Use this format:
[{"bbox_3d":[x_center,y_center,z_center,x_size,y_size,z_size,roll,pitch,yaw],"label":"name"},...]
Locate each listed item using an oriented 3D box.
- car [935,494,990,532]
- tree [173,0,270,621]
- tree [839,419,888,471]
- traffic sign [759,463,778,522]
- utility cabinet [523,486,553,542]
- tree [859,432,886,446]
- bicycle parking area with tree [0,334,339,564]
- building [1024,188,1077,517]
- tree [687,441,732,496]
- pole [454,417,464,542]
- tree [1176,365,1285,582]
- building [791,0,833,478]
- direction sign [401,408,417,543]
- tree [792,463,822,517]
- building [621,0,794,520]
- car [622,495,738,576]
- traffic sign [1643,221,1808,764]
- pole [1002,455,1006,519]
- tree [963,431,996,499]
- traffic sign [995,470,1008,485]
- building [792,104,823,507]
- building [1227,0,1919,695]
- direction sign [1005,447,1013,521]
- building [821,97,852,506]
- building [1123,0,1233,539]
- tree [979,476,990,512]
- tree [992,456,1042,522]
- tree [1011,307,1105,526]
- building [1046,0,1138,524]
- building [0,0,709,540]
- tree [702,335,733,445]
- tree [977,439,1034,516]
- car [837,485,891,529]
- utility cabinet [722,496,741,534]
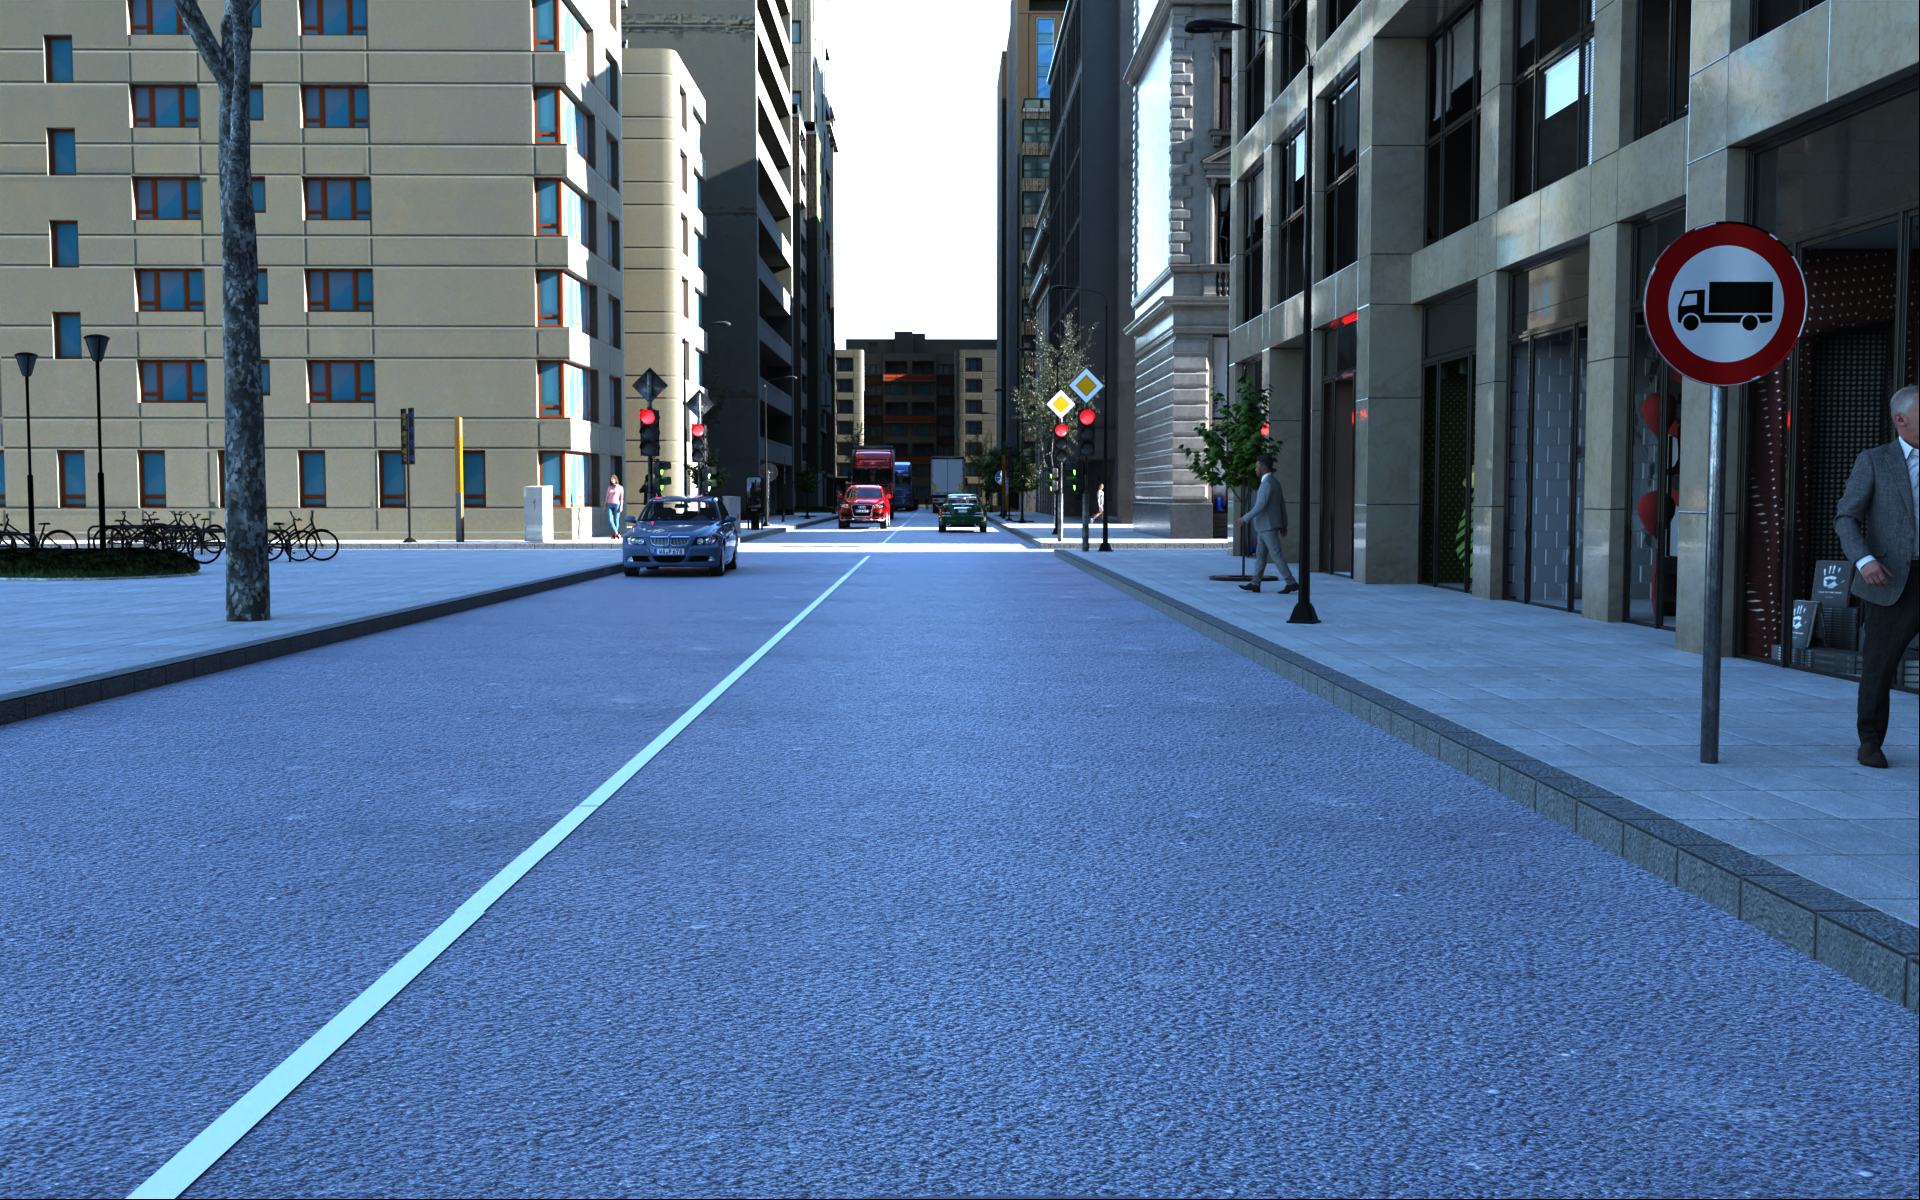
[{"bbox_3d":[0.106,-3.345,66.490,2.131,1.459,4.920,0,4,0],"label":"car"},{"bbox_3d":[-8.721,-9.844,16.836,12.611,20.169,13.585,0,3,0],"label":"tree"},{"bbox_3d":[-9.737,-13.322,168.176,4.737,8.622,4.395,0,3,0],"label":"tree"},{"bbox_3d":[-7.804,-4.303,70.467,0.768,2.556,0.104,0,4,1],"label":"traffic sign"},{"bbox_3d":[-11.192,-2.277,45.914,0.318,1.500,1.173,-3,4,-38],"label":"utility cabinet"},{"bbox_3d":[-10.016,-15.230,199.378,4.360,8.622,3.978,0,3,0],"label":"tree"},{"bbox_3d":[-17.091,-2.833,33.330,9.016,4.147,8.231,-2,4,-27],"label":"bicycle parking area with tree"},{"bbox_3d":[11.303,-16.396,109.867,13.314,21.916,24.055,0,4,-1],"label":"building"},{"bbox_3d":[-9.119,-4.191,63.121,1.663,3.219,1.824,0,3,0],"label":"tree"},{"bbox_3d":[-13.316,-3.193,46.057,0.158,3.312,0.155,0,3,0],"label":"pole"},{"bbox_3d":[4.330,-1.915,25.914,1.663,3.219,1.824,0,3,0],"label":"tree"},{"bbox_3d":[-25.159,-34.203,148.464,28.713,52.752,27.495,0,4,-1],"label":"building"},{"bbox_3d":[-14.580,-3.291,45.798,0.379,3.537,0.876,-3,4,-39],"label":"direction sign"},{"bbox_3d":[-8.522,-6.316,97.860,1.663,3.219,1.824,0,3,0],"label":"tree"},{"bbox_3d":[-20.698,-28.782,94.289,21.300,48.544,21.600,0,4,-1],"label":"building"},{"bbox_3d":[-5.075,-1.212,31.819,2.014,1.417,4.499,0,4,-3],"label":"car"},{"bbox_3d":[3.581,-0.495,8.200,0.768,2.556,0.104,0,4,0],"label":"traffic sign"},{"bbox_3d":[2.266,-5.875,89.895,0.158,3.312,0.155,0,3,0],"label":"pole"},{"bbox_3d":[2.532,-15.179,198.538,4.737,8.622,4.395,0,3,0],"label":"tree"},{"bbox_3d":[2.250,-5.624,92.052,0.768,2.556,0.104,1,4,9],"label":"traffic sign"},{"bbox_3d":[-17.756,-21.821,128.473,14.160,30.474,14.107,0,4,-1],"label":"building"},{"bbox_3d":[15.441,-13.106,18.807,19.350,26.468,34.151,0,4,-1],"label":"building"},{"bbox_3d":[2.364,-5.574,83.136,0.379,3.537,0.876,-1,4,-15],"label":"direction sign"},{"bbox_3d":[-26.022,-32.365,183.788,28.867,44.769,22.147,0,4,-1],"label":"building"},{"bbox_3d":[15.185,-13.747,53.648,19.941,23.489,11.050,0,4,-1],"label":"building"},{"bbox_3d":[2.157,-8.144,127.750,1.663,3.219,1.824,0,3,0],"label":"tree"},{"bbox_3d":[2.768,-5.189,79.437,1.663,3.219,1.824,0,3,0],"label":"tree"},{"bbox_3d":[3.858,-7.266,69.154,4.360,8.622,3.978,0,3,0],"label":"tree"},{"bbox_3d":[12.080,-17.842,85.232,14.314,27.812,24.014,0,4,-1],"label":"building"},{"bbox_3d":[-24.812,-13.262,61.873,27.650,21.520,28.899,0,4,-1],"label":"building"},{"bbox_3d":[-12.475,-7.922,79.890,4.360,8.622,3.978,0,3,0],"label":"tree"},{"bbox_3d":[2.693,-7.343,103.770,4.285,4.588,4.351,0,3,0],"label":"tree"},{"bbox_3d":[-4.024,-3.945,73.177,2.281,1.827,5.304,0,4,-1],"label":"car"},{"bbox_3d":[-7.303,-2.711,55.480,0.306,1.237,1.020,1,4,10],"label":"utility cabinet"}]
